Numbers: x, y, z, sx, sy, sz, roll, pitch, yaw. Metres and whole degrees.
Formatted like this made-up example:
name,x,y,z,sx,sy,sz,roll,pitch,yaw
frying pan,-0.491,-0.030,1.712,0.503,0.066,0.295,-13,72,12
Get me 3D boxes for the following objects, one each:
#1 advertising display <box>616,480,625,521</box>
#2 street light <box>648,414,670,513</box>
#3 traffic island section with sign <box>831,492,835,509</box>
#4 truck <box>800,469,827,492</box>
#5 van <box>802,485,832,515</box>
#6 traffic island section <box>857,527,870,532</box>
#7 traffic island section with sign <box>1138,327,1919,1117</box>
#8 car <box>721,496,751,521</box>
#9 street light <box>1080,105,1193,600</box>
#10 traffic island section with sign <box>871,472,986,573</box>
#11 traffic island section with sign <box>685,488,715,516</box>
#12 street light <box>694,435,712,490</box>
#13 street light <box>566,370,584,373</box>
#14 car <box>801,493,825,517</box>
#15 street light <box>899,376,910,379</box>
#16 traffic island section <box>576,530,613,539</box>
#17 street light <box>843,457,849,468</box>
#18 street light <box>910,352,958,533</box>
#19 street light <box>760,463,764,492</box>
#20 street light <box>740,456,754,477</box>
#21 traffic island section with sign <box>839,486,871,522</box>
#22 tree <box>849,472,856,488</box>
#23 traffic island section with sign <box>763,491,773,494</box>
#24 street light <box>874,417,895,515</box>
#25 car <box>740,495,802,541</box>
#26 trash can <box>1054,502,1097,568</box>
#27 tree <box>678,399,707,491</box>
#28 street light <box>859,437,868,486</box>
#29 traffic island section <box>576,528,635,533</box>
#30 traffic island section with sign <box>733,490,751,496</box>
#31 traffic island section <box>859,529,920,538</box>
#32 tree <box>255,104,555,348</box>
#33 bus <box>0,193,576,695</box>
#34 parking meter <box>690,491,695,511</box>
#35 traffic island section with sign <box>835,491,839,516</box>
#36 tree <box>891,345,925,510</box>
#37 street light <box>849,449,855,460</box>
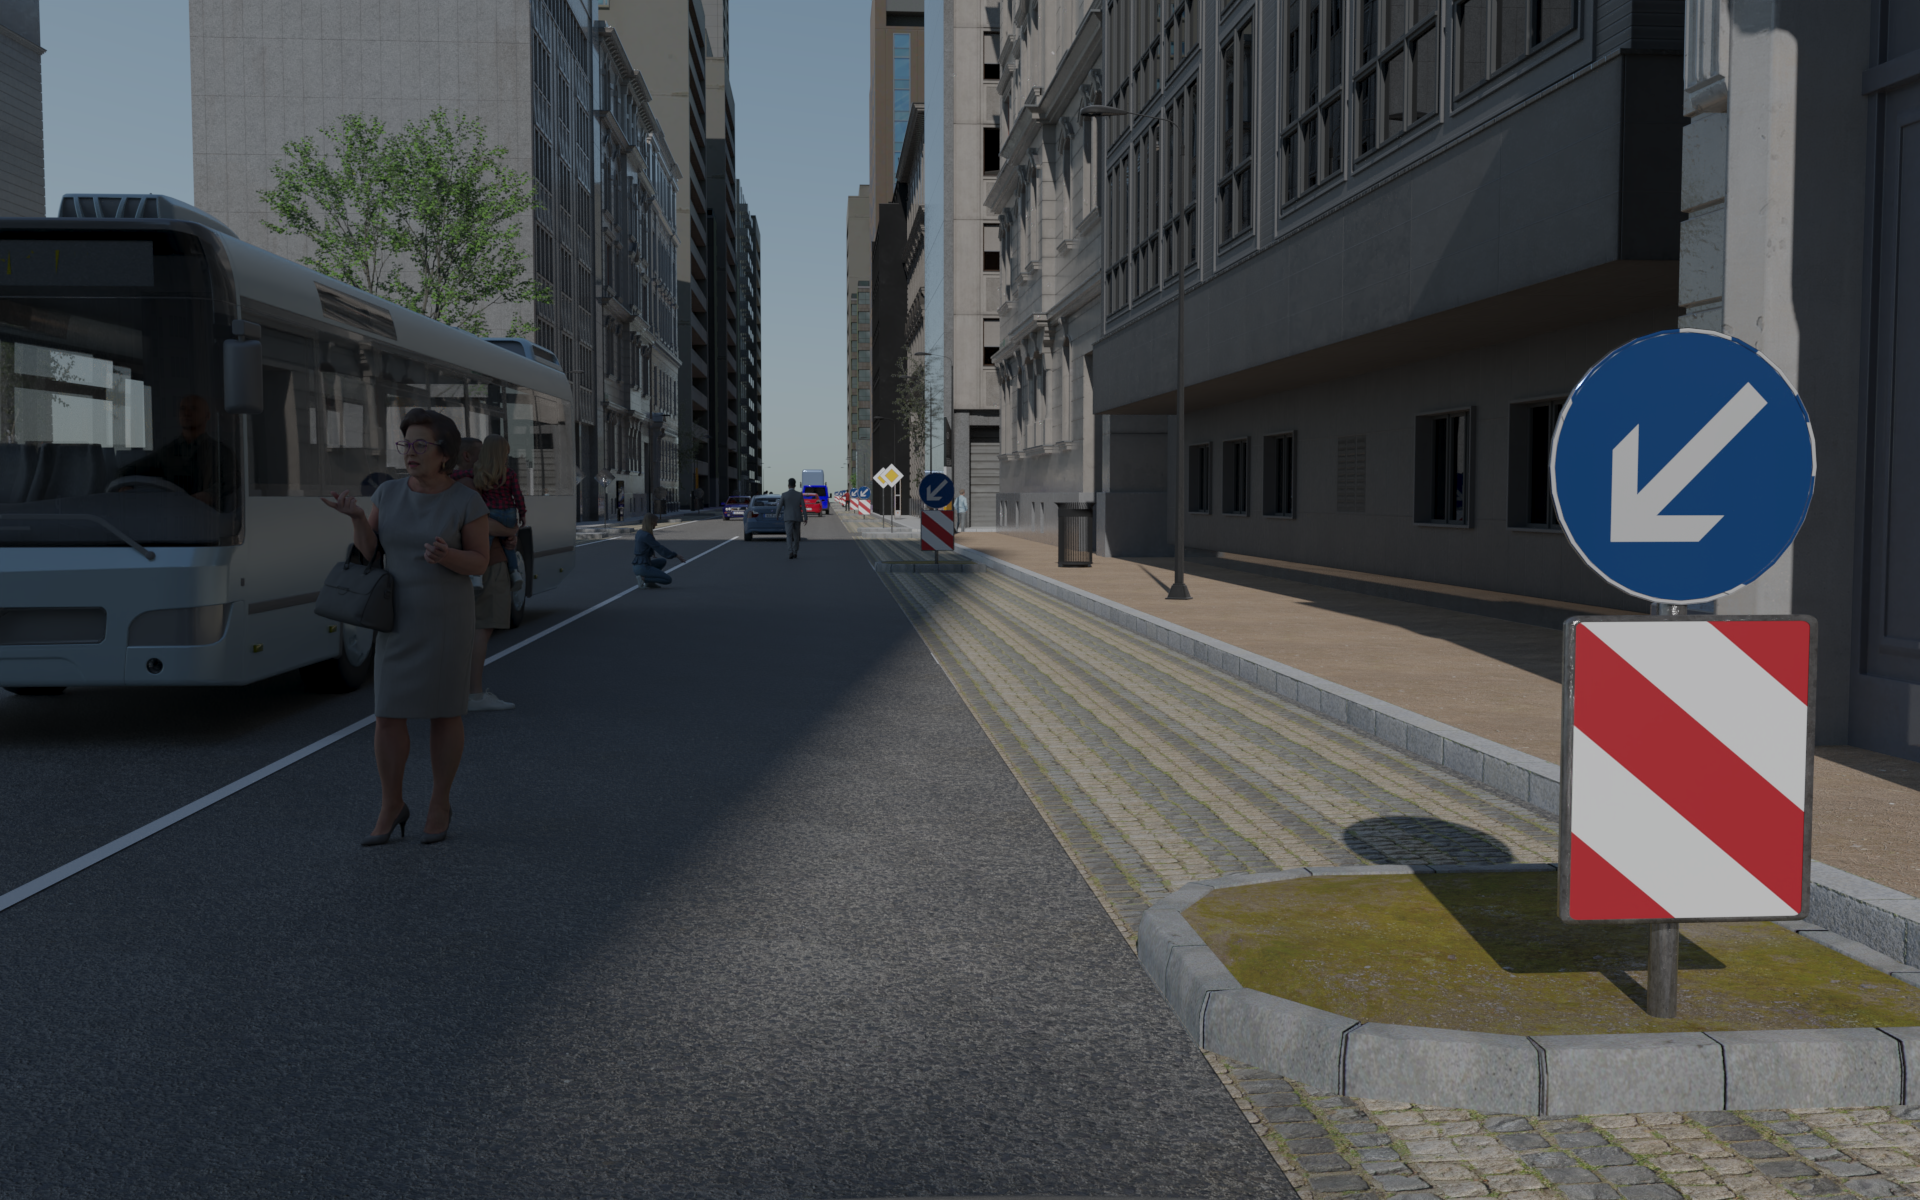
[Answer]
name,x,y,z,sx,sy,sz,roll,pitch,yaw
advertising display,-16.013,-4.675,81.642,0.123,1.923,0.974,0,4,5
street light,-17.555,-7.854,100.953,1.470,5.913,1.316,0,4,-5
traffic island section with sign,-11.062,-9.560,164.929,1.989,1.847,2.006,0,4,-5
truck,-15.695,-11.850,183.509,2.967,4.110,18.799,0,4,-4
van,-10.056,-7.119,120.780,2.240,2.365,5.245,0,4,-4
traffic island section,-2.860,-2.627,65.237,2.009,0.180,2.903,0,4,-5
traffic island section with sign,1.571,0.226,4.926,1.989,1.847,2.006,0,4,-5
car,-12.010,-5.005,94.417,1.945,1.354,3.894,0,4,-5
street light,2.131,-2.958,20.909,1.470,5.913,1.316,0,4,-5
traffic island section with sign,-0.586,-1.446,32.271,1.989,1.847,2.006,0,4,-5
traffic island section with sign,-17.157,-6.453,114.132,1.989,1.847,2.006,0,4,-5
street light,-20.756,-10.266,140.384,1.470,5.913,1.316,0,4,-5
street light,-14.786,-5.657,65.035,1.470,5.913,1.316,0,4,-5
car,-9.532,-6.084,108.510,2.155,1.783,4.494,0,4,-4
street light,-1.681,-5.840,68.028,1.470,5.913,1.316,0,4,-5
traffic island section,-12.590,-2.091,56.466,2.009,0.180,2.903,0,4,-5
street light,-14.272,-15.564,227.011,1.470,5.913,1.316,0,4,-5
street light,-0.795,-5.152,56.773,1.470,5.913,1.316,0,4,-5
street light,-30.027,-17.541,259.329,1.470,5.913,1.316,0,4,-5
street light,-27.207,-15.346,223.444,1.470,5.913,1.316,0,4,-5
traffic island section with sign,-4.984,-4.849,87.911,1.989,1.847,2.006,0,4,-5
tree,-12.756,-14.656,223.339,4.285,4.588,4.351,0,3,0
traffic island section with sign,-29.696,-16.170,273.009,1.989,1.847,2.006,0,4,-5
street light,-4.454,-8.034,103.905,1.470,5.913,1.316,0,4,-5
car,-5.858,-2.571,54.043,2.014,1.417,4.499,0,4,-6
trash can,2.015,-1.138,30.265,0.748,1.137,0.748,0,3,0
tree,-21.563,-11.086,131.623,4.360,8.622,3.978,0,3,0
street light,-7.724,-10.509,144.364,1.470,5.913,1.316,0,4,-5
traffic island section,-13.219,-2.578,64.427,2.009,0.180,2.903,0,4,-5
traffic island section with sign,-21.088,-9.494,163.858,1.989,1.847,2.006,0,4,-5
traffic island section,-2.231,-2.140,57.277,2.009,0.180,2.903,0,4,-5
tree,-14.978,-7.428,47.202,9.928,11.665,9.643,0,3,0
bus,-5.745,-1.246,15.225,2.948,3.499,13.247,0,4,-3
parking meter,-20.052,-7.438,130.018,0.372,1.533,0.369,0,3,0
traffic island section with sign,-7.104,-6.493,114.783,1.989,1.847,2.006,0,4,-5
tree,-1.419,-7.992,81.035,4.360,8.622,3.978,0,3,0
street light,-10.499,-12.703,180.240,1.470,5.913,1.316,0,4,-5
